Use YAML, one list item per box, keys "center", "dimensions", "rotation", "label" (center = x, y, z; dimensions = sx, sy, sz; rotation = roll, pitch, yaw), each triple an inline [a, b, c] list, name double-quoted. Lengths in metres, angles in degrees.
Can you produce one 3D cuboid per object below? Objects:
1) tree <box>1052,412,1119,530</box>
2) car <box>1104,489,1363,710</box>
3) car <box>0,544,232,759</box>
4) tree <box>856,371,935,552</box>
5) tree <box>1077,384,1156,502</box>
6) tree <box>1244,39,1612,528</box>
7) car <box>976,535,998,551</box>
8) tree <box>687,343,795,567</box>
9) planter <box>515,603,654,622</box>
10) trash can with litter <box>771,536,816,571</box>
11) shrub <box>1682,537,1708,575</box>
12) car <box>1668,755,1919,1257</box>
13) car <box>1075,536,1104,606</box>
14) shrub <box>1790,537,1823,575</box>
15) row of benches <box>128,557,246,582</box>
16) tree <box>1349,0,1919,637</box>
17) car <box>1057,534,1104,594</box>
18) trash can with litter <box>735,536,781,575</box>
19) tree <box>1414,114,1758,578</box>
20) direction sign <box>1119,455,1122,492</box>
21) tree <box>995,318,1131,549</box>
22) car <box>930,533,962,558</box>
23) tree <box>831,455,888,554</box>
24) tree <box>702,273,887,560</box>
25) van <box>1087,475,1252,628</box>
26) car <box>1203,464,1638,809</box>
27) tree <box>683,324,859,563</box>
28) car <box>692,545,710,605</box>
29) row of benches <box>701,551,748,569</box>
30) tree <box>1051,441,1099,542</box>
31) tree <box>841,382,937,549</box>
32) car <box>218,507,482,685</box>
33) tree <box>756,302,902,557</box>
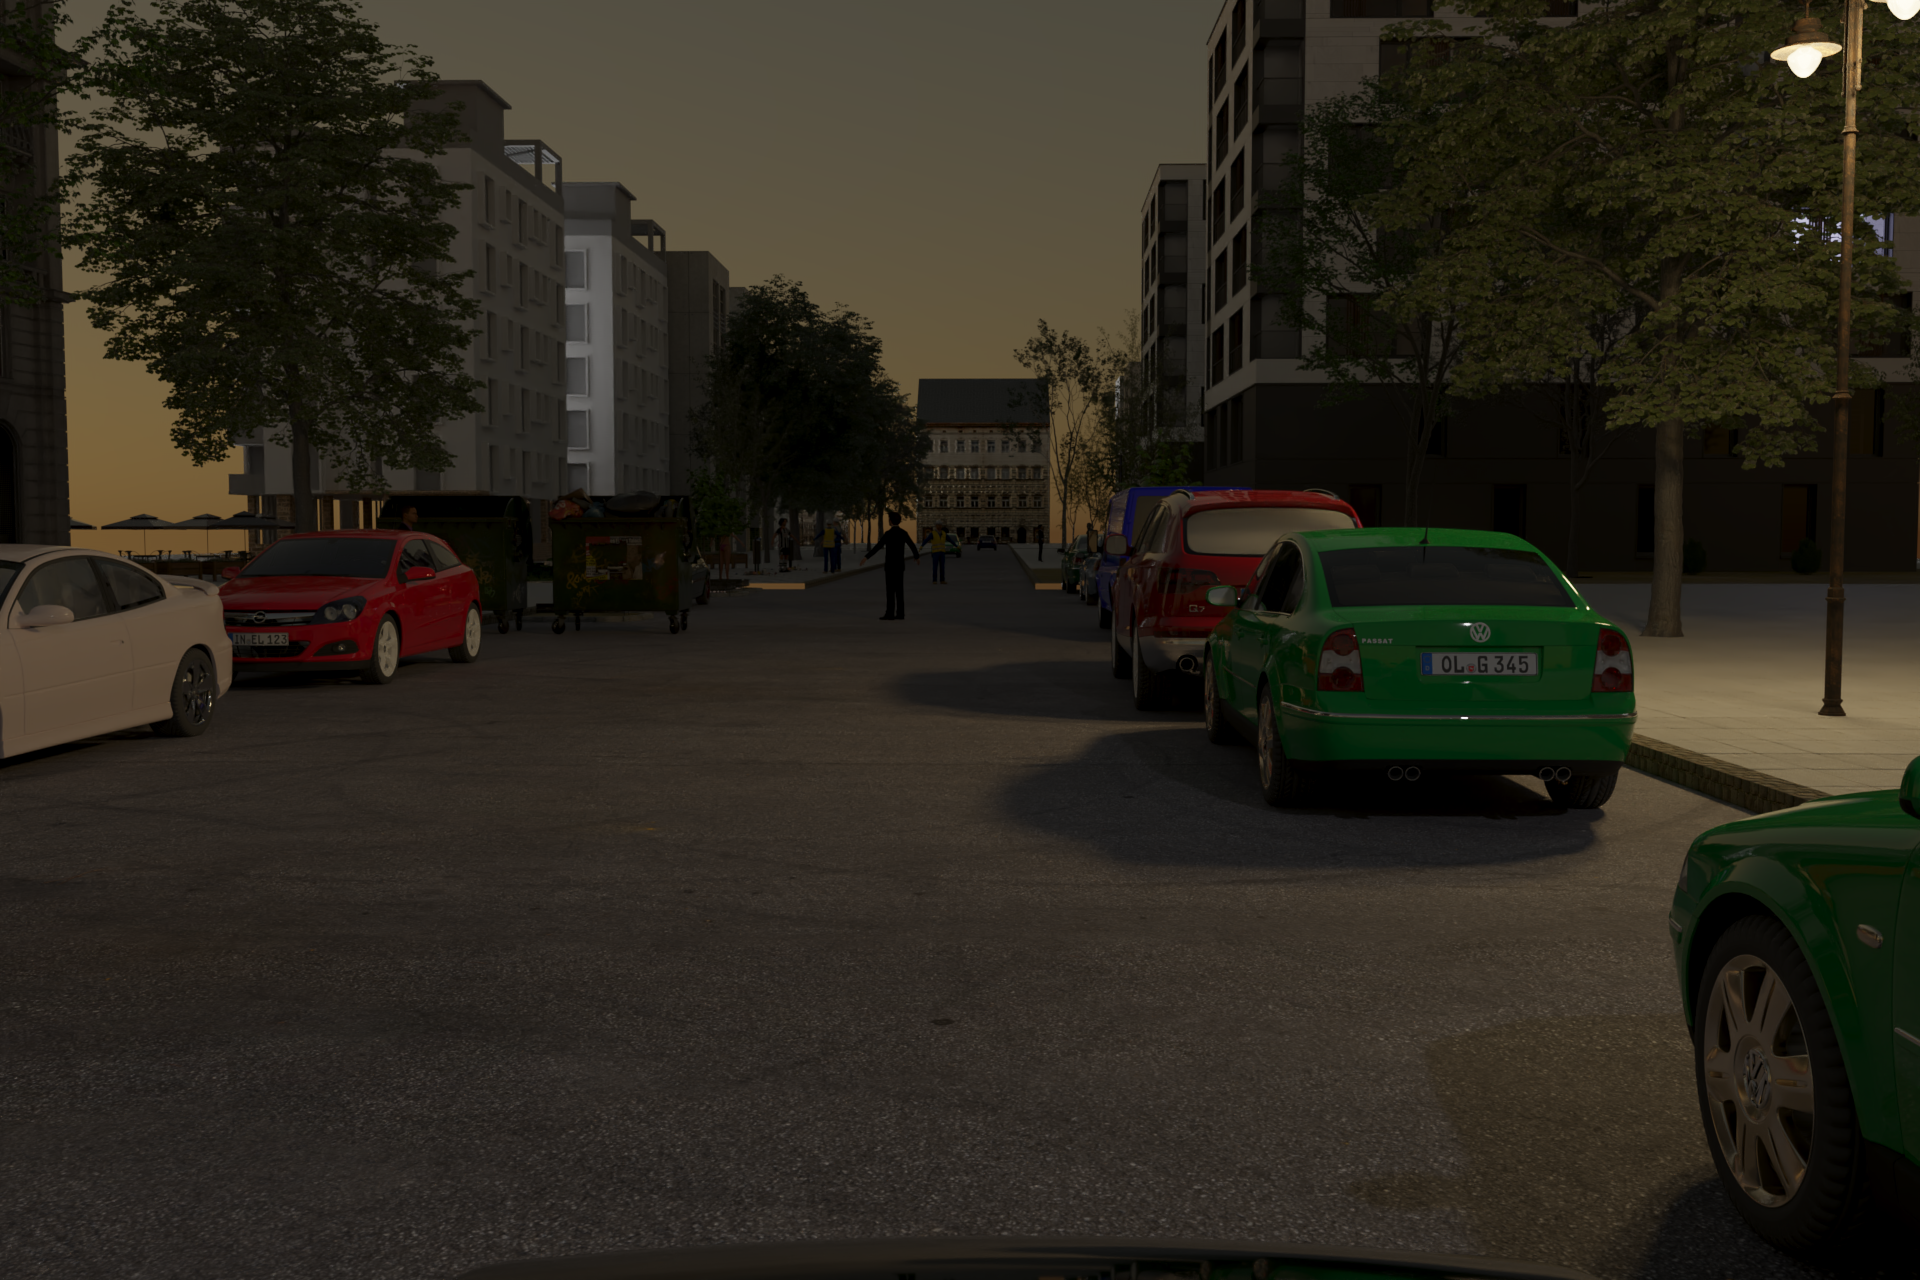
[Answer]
- center: [8.120, -9.392, 103.914]
  dimensions: [4.360, 8.622, 3.978]
  rotation: [0, 3, 0]
  label: "tree"
- center: [2.474, -0.422, 15.581]
  dimensions: [2.281, 1.827, 5.304]
  rotation: [0, 4, 2]
  label: "car"
- center: [-6.342, 0.086, 10.950]
  dimensions: [2.083, 1.381, 4.827]
  rotation: [0, 4, 1]
  label: "car"
- center: [-6.540, -13.231, 126.691]
  dimensions: [12.009, 13.543, 11.850]
  rotation: [0, 3, 0]
  label: "tree"
- center: [7.828, -8.208, 84.568]
  dimensions: [4.737, 8.622, 4.395]
  rotation: [0, 3, 0]
  label: "tree"
- center: [9.858, -6.803, 36.990]
  dimensions: [9.928, 11.665, 9.643]
  rotation: [0, 3, 0]
  label: "tree"
- center: [2.349, -8.444, 150.642]
  dimensions: [1.945, 1.354, 3.894]
  rotation: [0, 4, 2]
  label: "car"
- center: [-8.803, -7.132, 66.965]
  dimensions: [4.360, 8.622, 3.978]
  rotation: [0, 3, 0]
  label: "tree"
- center: [-6.238, -0.490, 29.147]
  dimensions: [1.991, 0.319, 1.994]
  rotation: [0, 4, 1]
  label: "planter"
- center: [-5.882, -3.092, 61.610]
  dimensions: [1.678, 1.210, 2.233]
  rotation: [0, 4, 1]
  label: "trash can with litter"
- center: [22.837, -2.626, 54.046]
  dimensions: [1.383, 1.207, 1.383]
  rotation: [0, 3, 0]
  label: "shrub"
- center: [2.451, 0.411, 2.079]
  dimensions: [1.959, 1.807, 4.718]
  rotation: [0, 4, 1]
  label: "car"
- center: [3.424, -1.467, 35.984]
  dimensions: [2.014, 1.417, 4.499]
  rotation: [0, 4, 2]
  label: "car"
- center: [26.529, -2.642, 54.306]
  dimensions: [1.383, 1.207, 1.383]
  rotation: [0, 3, 0]
  label: "shrub"
- center: [-20.784, -1.859, 45.853]
  dimensions: [1.422, 0.672, 4.104]
  rotation: [2, 4, 26]
  label: "row of benches"
- center: [8.864, -6.339, 21.771]
  dimensions: [7.486, 12.596, 7.792]
  rotation: [0, 3, 0]
  label: "tree"
- center: [3.494, -1.915, 43.106]
  dimensions: [2.131, 1.459, 4.920]
  rotation: [0, 4, 1]
  label: "car"
- center: [-6.250, -2.670, 54.706]
  dimensions: [1.678, 1.210, 2.233]
  rotation: [0, 4, 3]
  label: "trash can with litter"
- center: [18.014, -8.549, 50.148]
  dimensions: [12.009, 13.543, 11.850]
  rotation: [0, 3, 0]
  label: "tree"
- center: [4.612, -3.538, 49.842]
  dimensions: [0.379, 3.537, 0.876]
  rotation: [0, 4, 1]
  label: "direction sign"
- center: [9.085, -18.051, 151.028]
  dimensions: [12.611, 20.169, 13.585]
  rotation: [0, 3, 0]
  label: "tree"
- center: [-0.825, -5.934, 105.821]
  dimensions: [1.959, 1.807, 4.718]
  rotation: [0, 4, 1]
  label: "car"
- center: [-6.755, -9.853, 111.461]
  dimensions: [4.737, 8.622, 4.395]
  rotation: [0, 3, 0]
  label: "tree"
- center: [-8.094, -10.890, 84.714]
  dimensions: [9.857, 13.997, 8.962]
  rotation: [0, 3, 0]
  label: "tree"
- center: [3.002, -1.235, 24.581]
  dimensions: [2.240, 2.365, 5.245]
  rotation: [0, 4, 1]
  label: "van"
- center: [2.530, -0.100, 10.434]
  dimensions: [1.959, 1.807, 4.718]
  rotation: [0, 4, 2]
  label: "car"
- center: [-8.400, -8.670, 76.175]
  dimensions: [8.767, 10.594, 7.601]
  rotation: [1, 4, 8]
  label: "tree"
- center: [-5.977, -1.469, 33.804]
  dimensions: [2.009, 1.686, 4.222]
  rotation: [0, 4, 1]
  label: "car"
- center: [-9.107, -2.930, 63.375]
  dimensions: [1.422, 0.672, 4.104]
  rotation: [2, 4, 25]
  label: "row of benches"
- center: [8.547, -11.108, 131.977]
  dimensions: [4.360, 8.622, 3.978]
  rotation: [0, 3, 0]
  label: "tree"
- center: [-6.739, -14.534, 144.284]
  dimensions: [9.857, 13.997, 8.962]
  rotation: [0, 3, 0]
  label: "tree"
- center: [-6.314, -0.537, 17.825]
  dimensions: [2.155, 1.783, 4.494]
  rotation: [0, 4, 1]
  label: "car"
- center: [-7.915, -11.613, 96.533]
  dimensions: [9.857, 13.997, 8.962]
  rotation: [0, 3, 0]
  label: "tree"
